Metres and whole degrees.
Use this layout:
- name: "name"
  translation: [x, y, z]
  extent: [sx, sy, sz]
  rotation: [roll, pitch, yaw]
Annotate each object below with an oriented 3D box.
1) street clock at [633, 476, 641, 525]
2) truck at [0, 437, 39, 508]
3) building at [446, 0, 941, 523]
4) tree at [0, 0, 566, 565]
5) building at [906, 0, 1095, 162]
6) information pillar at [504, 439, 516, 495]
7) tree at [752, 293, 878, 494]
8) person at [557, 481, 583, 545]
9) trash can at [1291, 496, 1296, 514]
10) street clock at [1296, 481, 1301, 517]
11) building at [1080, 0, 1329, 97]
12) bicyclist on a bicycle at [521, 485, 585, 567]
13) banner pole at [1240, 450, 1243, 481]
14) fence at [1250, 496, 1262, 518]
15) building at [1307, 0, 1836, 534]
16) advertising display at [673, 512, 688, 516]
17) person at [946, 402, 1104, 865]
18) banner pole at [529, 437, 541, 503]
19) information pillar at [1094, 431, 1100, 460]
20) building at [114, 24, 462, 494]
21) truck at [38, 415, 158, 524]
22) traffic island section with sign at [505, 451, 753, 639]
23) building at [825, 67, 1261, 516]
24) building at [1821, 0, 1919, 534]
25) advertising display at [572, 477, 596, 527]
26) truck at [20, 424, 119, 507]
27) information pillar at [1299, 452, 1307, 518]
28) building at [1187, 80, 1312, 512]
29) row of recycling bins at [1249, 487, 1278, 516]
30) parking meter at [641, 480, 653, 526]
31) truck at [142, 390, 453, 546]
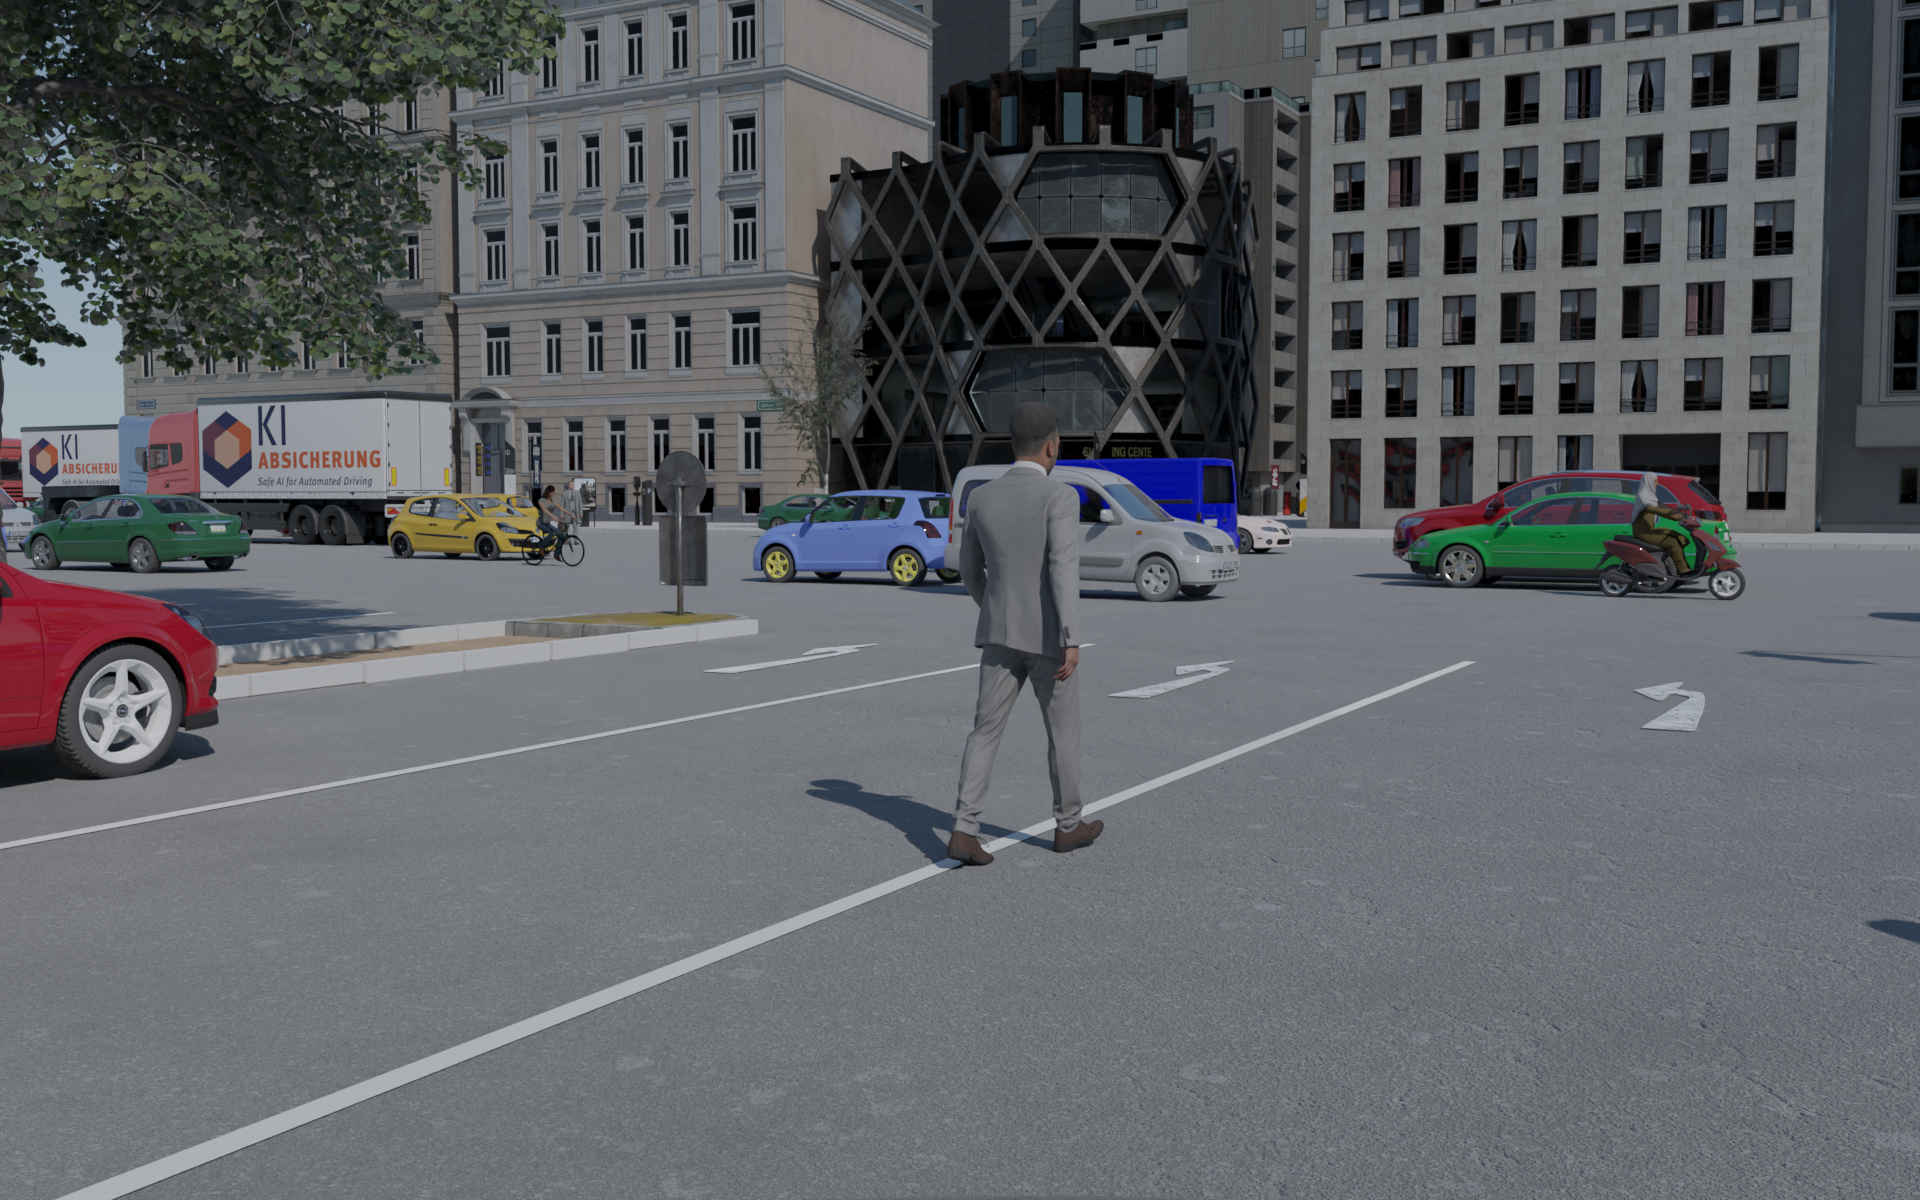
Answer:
- name: "street clock"
  translation: [-13.189, -4.047, 70.738]
  extent: [0.358, 2.002, 0.471]
  rotation: [-1, 4, -20]
- name: "truck"
  translation: [-44.283, -5.283, 75.296]
  extent: [11.283, 4.237, 2.839]
  rotation: [2, 4, 27]
- name: "building"
  translation: [-13.046, -18.292, 84.971]
  extent: [20.117, 28.700, 13.634]
  rotation: [2, 4, 28]
- name: "tree"
  translation: [-6.728, -6.261, 11.482]
  extent: [9.857, 13.997, 8.962]
  rotation: [0, 3, 0]
- name: "building"
  translation: [5.921, -44.613, 167.678]
  extent: [20.611, 71.187, 20.563]
  rotation: [2, 4, 28]
- name: "information pillar"
  translation: [-19.268, -5.061, 74.103]
  extent: [0.504, 3.616, 0.183]
  rotation: [-2, 4, -34]
- name: "tree"
  translation: [-5.117, -6.890, 63.010]
  extent: [4.360, 8.622, 3.978]
  rotation: [0, 3, 0]
- name: "person"
  translation: [-10.989, -2.464, 48.891]
  extent: [0.694, 1.812, 0.767]
  rotation: [-2, 4, -25]
- name: "trash can"
  translation: [21.136, -5.965, 109.173]
  extent: [0.748, 1.137, 0.748]
  rotation: [0, 3, 0]
- name: "street clock"
  translation: [19.337, -5.747, 98.533]
  extent: [0.471, 2.002, 0.358]
  rotation: [1, 4, 20]
- name: "building"
  translation: [25.937, -34.503, 153.365]
  extent: [27.495, 52.752, 28.713]
  rotation: [2, 4, 28]
- name: "bicyclist on a bicycle"
  translation: [-8.077, -1.488, 34.348]
  extent: [1.625, 1.676, 1.499]
  rotation: [2, 4, 28]
- name: "banner pole"
  translation: [15.843, -6.668, 99.042]
  extent: [0.863, 3.779, 0.401]
  rotation: [0, 4, 1]
- name: "fence"
  translation: [15.111, -4.757, 88.979]
  extent: [0.480, 1.192, 2.264]
  rotation: [-1, 4, -12]
- name: "building"
  translation: [22.673, -12.794, 63.941]
  extent: [16.860, 20.320, 10.420]
  rotation: [2, 4, 28]
- name: "advertising display"
  translation: [-12.083, -4.257, 74.814]
  extent: [0.974, 1.923, 0.123]
  rotation: [3, 4, 38]
- name: "person"
  translation: [0.247, 0.120, 6.810]
  extent: [0.678, 1.792, 0.850]
  rotation: [3, 4, 36]
- name: "banner pole"
  translation: [-18.804, -5.290, 76.513]
  extent: [0.401, 3.779, 0.863]
  rotation: [2, 4, 30]
- name: "information pillar"
  translation: [5.102, -4.489, 64.753]
  extent: [0.183, 3.616, 0.504]
  rotation: [1, 4, 22]
- name: "building"
  translation: [-33.344, -18.227, 95.270]
  extent: [25.104, 27.353, 12.463]
  rotation: [2, 4, 28]
- name: "truck"
  translation: [-33.126, -4.480, 63.000]
  extent: [18.799, 4.110, 2.967]
  rotation: [2, 4, 30]
- name: "traffic island section with sign"
  translation: [-3.233, -0.589, 17.769]
  extent: [2.006, 1.907, 1.989]
  rotation: [2, 4, 28]
- name: "building"
  translation: [4.562, -12.854, 77.616]
  extent: [16.811, 18.784, 16.820]
  rotation: [2, 4, 28]
- name: "building"
  translation: [44.227, -14.391, 54.361]
  extent: [30.058, 24.678, 14.314]
  rotation: [2, 4, 28]
- name: "advertising display"
  translation: [-14.552, -3.784, 67.082]
  extent: [0.974, 1.923, 0.123]
  rotation: [-3, 5, -40]
- name: "truck"
  translation: [-33.721, -4.996, 70.591]
  extent: [11.283, 4.237, 2.839]
  rotation: [2, 4, 30]
- name: "information pillar"
  translation: [18.827, -6.321, 94.697]
  extent: [0.504, 3.616, 0.183]
  rotation: [1, 4, 20]
- name: "building"
  translation: [17.795, -21.645, 125.594]
  extent: [14.160, 30.474, 14.107]
  rotation: [2, 4, 28]
- name: "row of recycling bins"
  translation: [16.924, -5.794, 101.846]
  extent: [3.534, 1.692, 1.069]
  rotation: [0, 4, -4]
- name: "parking meter"
  translation: [-12.702, -3.949, 70.273]
  extent: [0.255, 1.863, 0.399]
  rotation: [3, 4, 37]
- name: "truck"
  translation: [-19.700, -3.770, 50.545]
  extent: [11.283, 4.237, 2.839]
  rotation: [2, 4, 30]
